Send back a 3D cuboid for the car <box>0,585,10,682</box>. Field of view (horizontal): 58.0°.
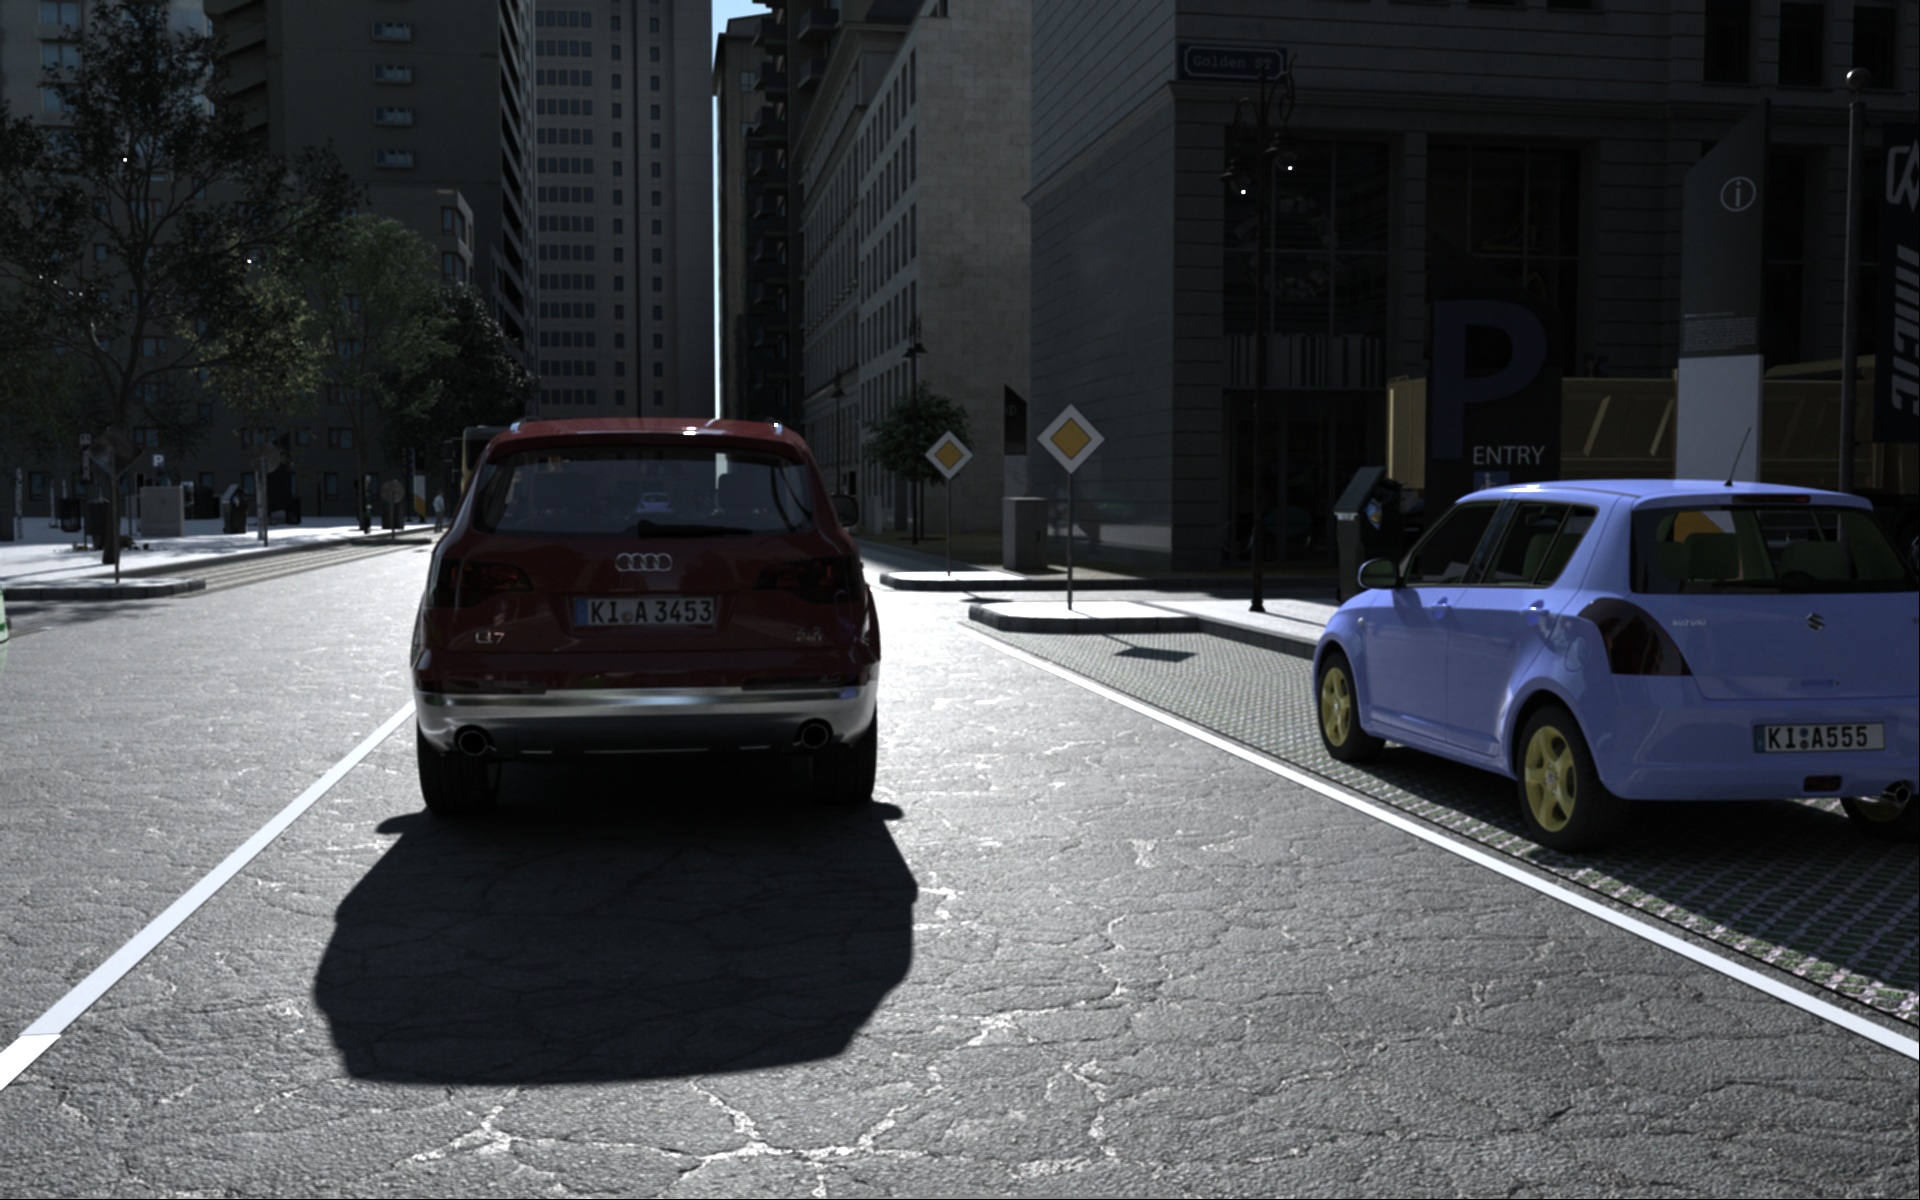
[{"bbox_3d":[-6.031,0.051,7.966,1.959,1.807,4.718,-1,4,-9],"label":"car"}]

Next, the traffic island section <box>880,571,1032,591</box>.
[{"bbox_3d":[-0.154,-0.292,27.061,2.009,0.180,2.903,-1,4,-10],"label":"traffic island section"}]

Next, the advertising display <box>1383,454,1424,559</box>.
[{"bbox_3d":[7.225,-1.388,27.902,0.974,1.923,0.123,-2,4,-24],"label":"advertising display"}]

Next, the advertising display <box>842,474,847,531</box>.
[{"bbox_3d":[-3.632,-3.068,55.372,0.123,1.923,0.974,-1,4,-11],"label":"advertising display"}]

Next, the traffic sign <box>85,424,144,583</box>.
[{"bbox_3d":[-12.139,-1.300,24.895,0.795,2.450,0.064,-1,4,-10],"label":"traffic sign"}]

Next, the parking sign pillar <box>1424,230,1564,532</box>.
[{"bbox_3d":[5.383,-1.774,17.484,1.447,3.967,1.447,1,4,21],"label":"parking sign pillar"}]

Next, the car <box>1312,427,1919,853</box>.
[{"bbox_3d":[2.984,0.079,8.293,1.945,1.707,3.694,-1,4,-9],"label":"car"}]

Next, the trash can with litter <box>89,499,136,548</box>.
[{"bbox_3d":[-20.348,-1.848,41.600,1.055,1.170,0.624,0,4,5],"label":"trash can with litter"}]

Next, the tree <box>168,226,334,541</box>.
[{"bbox_3d":[-19.241,-5.936,47.424,4.360,8.622,3.978,0,3,0],"label":"tree"}]

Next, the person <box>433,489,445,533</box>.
[{"bbox_3d":[-19.250,-3.291,64.115,0.330,1.601,0.589,-3,5,-44],"label":"person"}]

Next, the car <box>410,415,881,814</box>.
[{"bbox_3d":[-1.628,-0.045,9.406,2.281,1.827,5.304,-1,4,-8],"label":"car"}]

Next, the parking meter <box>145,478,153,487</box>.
[{"bbox_3d":[-29.415,-3.481,62.625,0.255,1.863,0.399,3,4,39],"label":"parking meter"}]

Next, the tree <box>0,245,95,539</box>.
[{"bbox_3d":[-26.971,-6.067,49.554,4.737,8.622,4.395,0,3,0],"label":"tree"}]

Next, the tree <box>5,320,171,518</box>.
[{"bbox_3d":[-34.527,-7.257,69.013,4.360,8.622,3.978,0,3,0],"label":"tree"}]

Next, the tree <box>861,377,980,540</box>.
[{"bbox_3d":[-0.995,-3.978,48.758,4.285,4.588,4.351,0,3,0],"label":"tree"}]

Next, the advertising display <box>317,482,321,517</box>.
[{"bbox_3d":[-35.659,-5.578,96.415,0.123,1.923,0.974,-1,4,-17],"label":"advertising display"}]

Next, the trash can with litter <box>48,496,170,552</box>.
[{"bbox_3d":[-19.234,-1.731,39.367,2.233,1.210,1.678,-1,4,-11],"label":"trash can with litter"}]

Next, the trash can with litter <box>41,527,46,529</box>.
[{"bbox_3d":[-33.406,-3.315,65.253,2.233,1.210,1.678,-1,4,-9],"label":"trash can with litter"}]

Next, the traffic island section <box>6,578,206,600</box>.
[{"bbox_3d":[-12.161,-0.163,24.952,2.009,0.180,2.903,-1,4,-10],"label":"traffic island section"}]

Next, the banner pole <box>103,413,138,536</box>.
[{"bbox_3d":[-25.883,-3.876,53.396,0.863,3.779,0.401,-2,4,-28],"label":"banner pole"}]

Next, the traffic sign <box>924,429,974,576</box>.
[{"bbox_3d":[-0.176,-1.427,26.979,0.795,2.450,0.064,-1,4,-10],"label":"traffic sign"}]

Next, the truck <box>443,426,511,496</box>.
[{"bbox_3d":[-13.360,-3.440,52.164,3.469,3.379,9.791,-1,4,-11],"label":"truck"}]

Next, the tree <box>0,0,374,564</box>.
[{"bbox_3d":[-15.307,-5.929,31.356,7.601,10.594,8.767,2,4,25],"label":"tree"}]

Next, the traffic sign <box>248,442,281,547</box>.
[{"bbox_3d":[-16.919,-2.571,42.145,0.768,2.556,0.104,0,4,-5],"label":"traffic sign"}]

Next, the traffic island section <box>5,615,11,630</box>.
[{"bbox_3d":[-10.772,0.318,17.089,2.009,0.180,2.903,-1,4,-10],"label":"traffic island section"}]

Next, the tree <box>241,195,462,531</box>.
[{"bbox_3d":[-21.125,-8.261,60.821,9.928,11.665,9.643,0,3,0],"label":"tree"}]

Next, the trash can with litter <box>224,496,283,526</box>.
[{"bbox_3d":[-28.701,-3.628,70.381,2.233,1.210,1.678,-1,4,-23],"label":"trash can with litter"}]

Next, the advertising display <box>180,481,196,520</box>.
[{"bbox_3d":[-38.235,-4.921,85.675,0.974,1.923,0.123,1,4,16],"label":"advertising display"}]

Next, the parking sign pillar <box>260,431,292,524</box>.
[{"bbox_3d":[-29.302,-5.236,74.083,1.447,3.967,1.447,-1,4,-14],"label":"parking sign pillar"}]

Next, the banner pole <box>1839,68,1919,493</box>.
[{"bbox_3d":[5.514,-1.243,10.333,0.863,3.779,0.401,-1,4,-9],"label":"banner pole"}]

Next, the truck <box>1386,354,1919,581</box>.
[{"bbox_3d":[11.172,-1.763,24.744,9.791,3.379,3.469,-1,4,-9],"label":"truck"}]

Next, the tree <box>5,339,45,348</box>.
[{"bbox_3d":[-42.867,-7.691,76.110,4.360,8.622,3.978,0,3,0],"label":"tree"}]

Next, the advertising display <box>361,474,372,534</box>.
[{"bbox_3d":[-19.059,-3.085,55.649,0.123,1.923,0.974,-1,4,-9],"label":"advertising display"}]

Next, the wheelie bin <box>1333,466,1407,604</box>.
[{"bbox_3d":[4.747,-0.743,20.051,0.693,1.594,0.980,-1,4,-14],"label":"wheelie bin"}]

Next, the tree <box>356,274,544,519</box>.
[{"bbox_3d":[-26.670,-10.638,90.938,9.611,12.733,9.660,0,3,0],"label":"tree"}]

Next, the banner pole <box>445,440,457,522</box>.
[{"bbox_3d":[-23.799,-5.565,81.009,0.401,3.779,0.863,1,4,17],"label":"banner pole"}]

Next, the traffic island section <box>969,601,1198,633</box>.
[{"bbox_3d":[1.235,0.189,19.197,2.009,0.180,2.903,-1,4,-10],"label":"traffic island section"}]

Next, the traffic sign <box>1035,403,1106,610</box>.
[{"bbox_3d":[1.213,-0.946,19.116,0.795,2.450,0.064,-1,4,-10],"label":"traffic sign"}]

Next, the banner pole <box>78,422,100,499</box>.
[{"bbox_3d":[-30.297,-4.304,60.395,0.401,3.779,0.863,3,4,37],"label":"banner pole"}]

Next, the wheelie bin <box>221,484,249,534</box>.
[{"bbox_3d":[-23.460,-2.945,56.066,0.980,1.594,0.693,3,5,42],"label":"wheelie bin"}]
